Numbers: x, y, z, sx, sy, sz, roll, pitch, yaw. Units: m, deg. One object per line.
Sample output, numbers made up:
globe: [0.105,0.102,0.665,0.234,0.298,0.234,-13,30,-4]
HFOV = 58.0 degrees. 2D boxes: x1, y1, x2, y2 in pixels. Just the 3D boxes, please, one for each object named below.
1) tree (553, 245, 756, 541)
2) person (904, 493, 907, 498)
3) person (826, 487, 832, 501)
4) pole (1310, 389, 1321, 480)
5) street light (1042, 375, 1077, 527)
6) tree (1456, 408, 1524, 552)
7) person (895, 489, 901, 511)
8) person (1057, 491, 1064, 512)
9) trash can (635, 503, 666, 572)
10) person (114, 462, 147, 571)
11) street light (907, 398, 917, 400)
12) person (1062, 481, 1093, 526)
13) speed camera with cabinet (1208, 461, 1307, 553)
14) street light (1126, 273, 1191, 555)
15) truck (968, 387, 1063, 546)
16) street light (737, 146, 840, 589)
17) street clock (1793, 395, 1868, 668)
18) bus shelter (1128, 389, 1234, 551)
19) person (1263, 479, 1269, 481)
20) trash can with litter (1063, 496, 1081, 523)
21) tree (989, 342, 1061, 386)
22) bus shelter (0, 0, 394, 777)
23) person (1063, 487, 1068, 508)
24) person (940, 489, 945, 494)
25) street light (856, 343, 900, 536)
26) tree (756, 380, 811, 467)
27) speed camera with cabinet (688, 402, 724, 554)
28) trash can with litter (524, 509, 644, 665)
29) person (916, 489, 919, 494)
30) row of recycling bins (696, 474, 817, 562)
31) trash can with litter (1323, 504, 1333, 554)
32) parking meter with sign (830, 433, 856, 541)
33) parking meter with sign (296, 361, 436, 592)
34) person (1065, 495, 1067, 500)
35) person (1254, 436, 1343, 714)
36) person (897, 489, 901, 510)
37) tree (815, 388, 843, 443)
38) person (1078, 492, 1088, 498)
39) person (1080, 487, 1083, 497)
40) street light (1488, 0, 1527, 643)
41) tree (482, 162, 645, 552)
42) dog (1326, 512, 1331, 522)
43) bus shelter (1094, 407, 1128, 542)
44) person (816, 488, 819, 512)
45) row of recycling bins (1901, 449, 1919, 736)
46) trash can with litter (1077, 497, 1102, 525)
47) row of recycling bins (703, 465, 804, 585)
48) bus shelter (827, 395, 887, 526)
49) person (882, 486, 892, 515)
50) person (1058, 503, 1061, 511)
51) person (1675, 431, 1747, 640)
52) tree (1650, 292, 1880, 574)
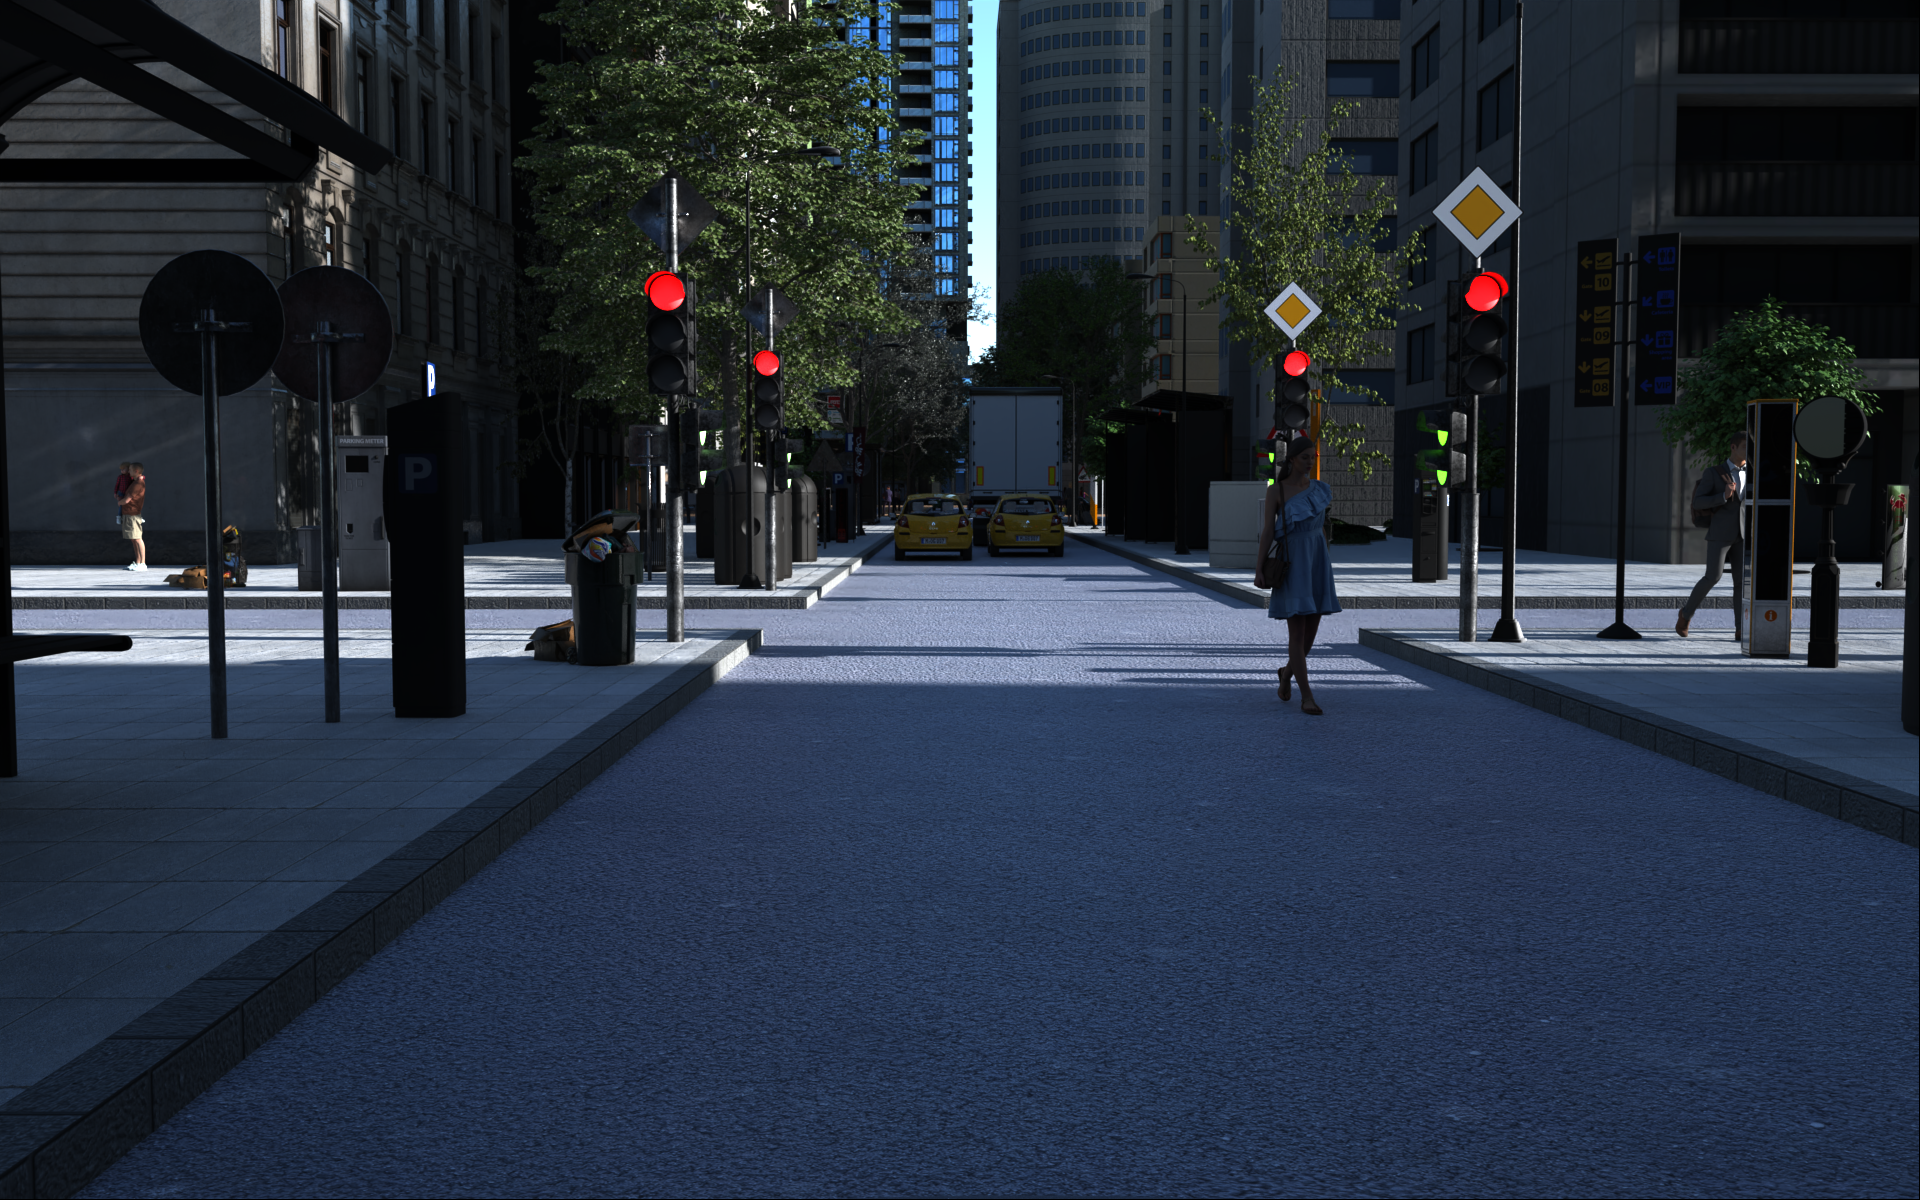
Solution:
tree: [-8.550,-5.901,46.840,4.737,8.622,4.395,0,3,0]
person: [-4.155,-8.453,144.255,1.348,1.822,0.705,-3,4,-38]
person: [-8.920,-6.642,115.198,0.990,1.755,0.434,0,4,-3]
pole: [6.932,-2.446,33.843,0.158,3.312,0.155,0,3,0]
street light: [3.896,-5.831,67.872,1.470,5.913,1.316,0,4,0]
tree: [11.713,-2.707,38.866,1.663,3.219,1.824,0,3,0]
person: [-4.854,-7.679,132.538,0.756,1.711,0.436,2,4,33]
person: [6.236,-6.315,109.742,0.683,1.767,0.568,-2,4,-32]
trash can: [-4.979,-1.034,28.560,0.748,1.137,0.748,0,3,0]
person: [-13.940,-1.416,29.177,0.580,1.828,0.573,1,4,10]
street light: [-2.688,-6.816,83.976,1.470,5.913,1.316,0,4,0]
person: [4.792,-3.949,70.820,0.699,1.804,1.509,-2,4,-33]
speed camera with cabinet: [6.319,-2.592,36.723,2.038,3.252,0.660,1,4,11]
street light: [4.193,-3.919,36.609,1.470,5.913,1.316,0,4,0]
truck: [1.583,-3.801,51.060,2.839,4.237,11.283,0,4,1]
street light: [-2.301,-3.105,23.304,1.470,5.913,1.316,0,4,0]
street clock: [6.415,-0.504,12.816,0.471,2.002,0.358,2,4,33]
bus shelter: [5.314,-3.090,41.798,1.731,3.624,6.357,0,4,0]
person: [6.296,-1.811,35.828,0.592,1.802,0.473,-3,4,-38]
trash can with litter: [5.228,-4.037,77.055,1.678,1.210,2.233,0,4,5]
tree: [4.276,-14.386,141.859,9.857,13.997,8.962,0,3,0]
bus shelter: [-3.620,-0.697,5.323,2.014,3.302,5.546,0,4,0]
person: [6.910,-6.516,113.305,1.217,1.735,0.721,2,4,28]
person: [-1.413,-8.206,142.749,1.350,1.814,0.705,0,4,-5]
street light: [-2.536,-4.951,53.491,1.470,5.913,1.316,0,4,0]
tree: [-8.419,-7.351,70.556,4.737,8.622,4.395,0,3,0]
speed camera with cabinet: [-4.801,-2.621,37.187,2.038,3.252,0.660,1,4,18]
trash can with litter: [-2.905,-0.109,13.164,1.055,1.170,0.624,2,4,35]
person: [-3.712,-8.747,149.840,1.217,1.735,0.721,-3,4,-36]
row of recycling bins: [-4.026,-1.637,33.883,1.069,1.692,3.534,-3,5,-41]
trash can with litter: [5.077,-0.879,25.752,0.624,1.170,1.055,-1,4,-22]
parking meter with sign: [-3.293,-3.196,48.515,0.543,3.016,1.738,1,4,21]
parking meter with sign: [-7.873,-1.632,22.949,1.738,3.016,0.543,0,4,-6]
person: [7.175,-6.395,111.385,1.217,1.735,0.721,-3,5,-43]
person: [2.215,-0.179,11.527,0.616,1.811,0.778,-1,4,-11]
person: [-5.039,-8.214,141.131,0.721,1.735,1.217,0,4,4]
tree: [-8.468,-7.779,77.548,4.737,8.622,4.395,0,3,0]
person: [12.274,-10.141,172.537,1.217,1.739,0.721,0,4,3]
person: [9.315,-7.712,132.074,0.705,1.831,1.348,1,4,12]
street light: [4.237,-2.594,14.946,1.470,5.913,1.316,0,4,0]
tree: [-8.696,-5.377,38.274,4.360,8.622,3.978,0,3,0]
dog: [11.510,-2.461,54.619,0.513,0.831,0.800,2,4,35]
bus shelter: [4.938,-3.576,49.748,1.731,3.624,6.357,0,4,0]
person: [-10.301,-7.151,123.750,1.217,1.735,0.721,3,4,37]
row of recycling bins: [6.316,-0.191,10.242,1.069,1.692,3.534,3,4,36]
trash can with litter: [5.401,-3.713,72.089,1.055,1.170,0.624,2,4,30]
row of recycling bins: [-3.055,-1.158,26.047,1.069,1.692,3.534,0,4,-1]
bus shelter: [-4.330,-5.832,72.986,2.179,5.291,8.768,0,4,0]
person: [-4.425,-5.956,103.873,0.683,1.767,0.568,-2,4,-32]
person: [7.430,-7.513,128.811,1.348,1.831,0.705,1,4,14]
person: [6.772,-0.566,15.254,0.622,1.834,0.822,-1,4,-18]
tree: [13.192,-2.719,28.178,4.285,4.588,4.351,0,3,0]
